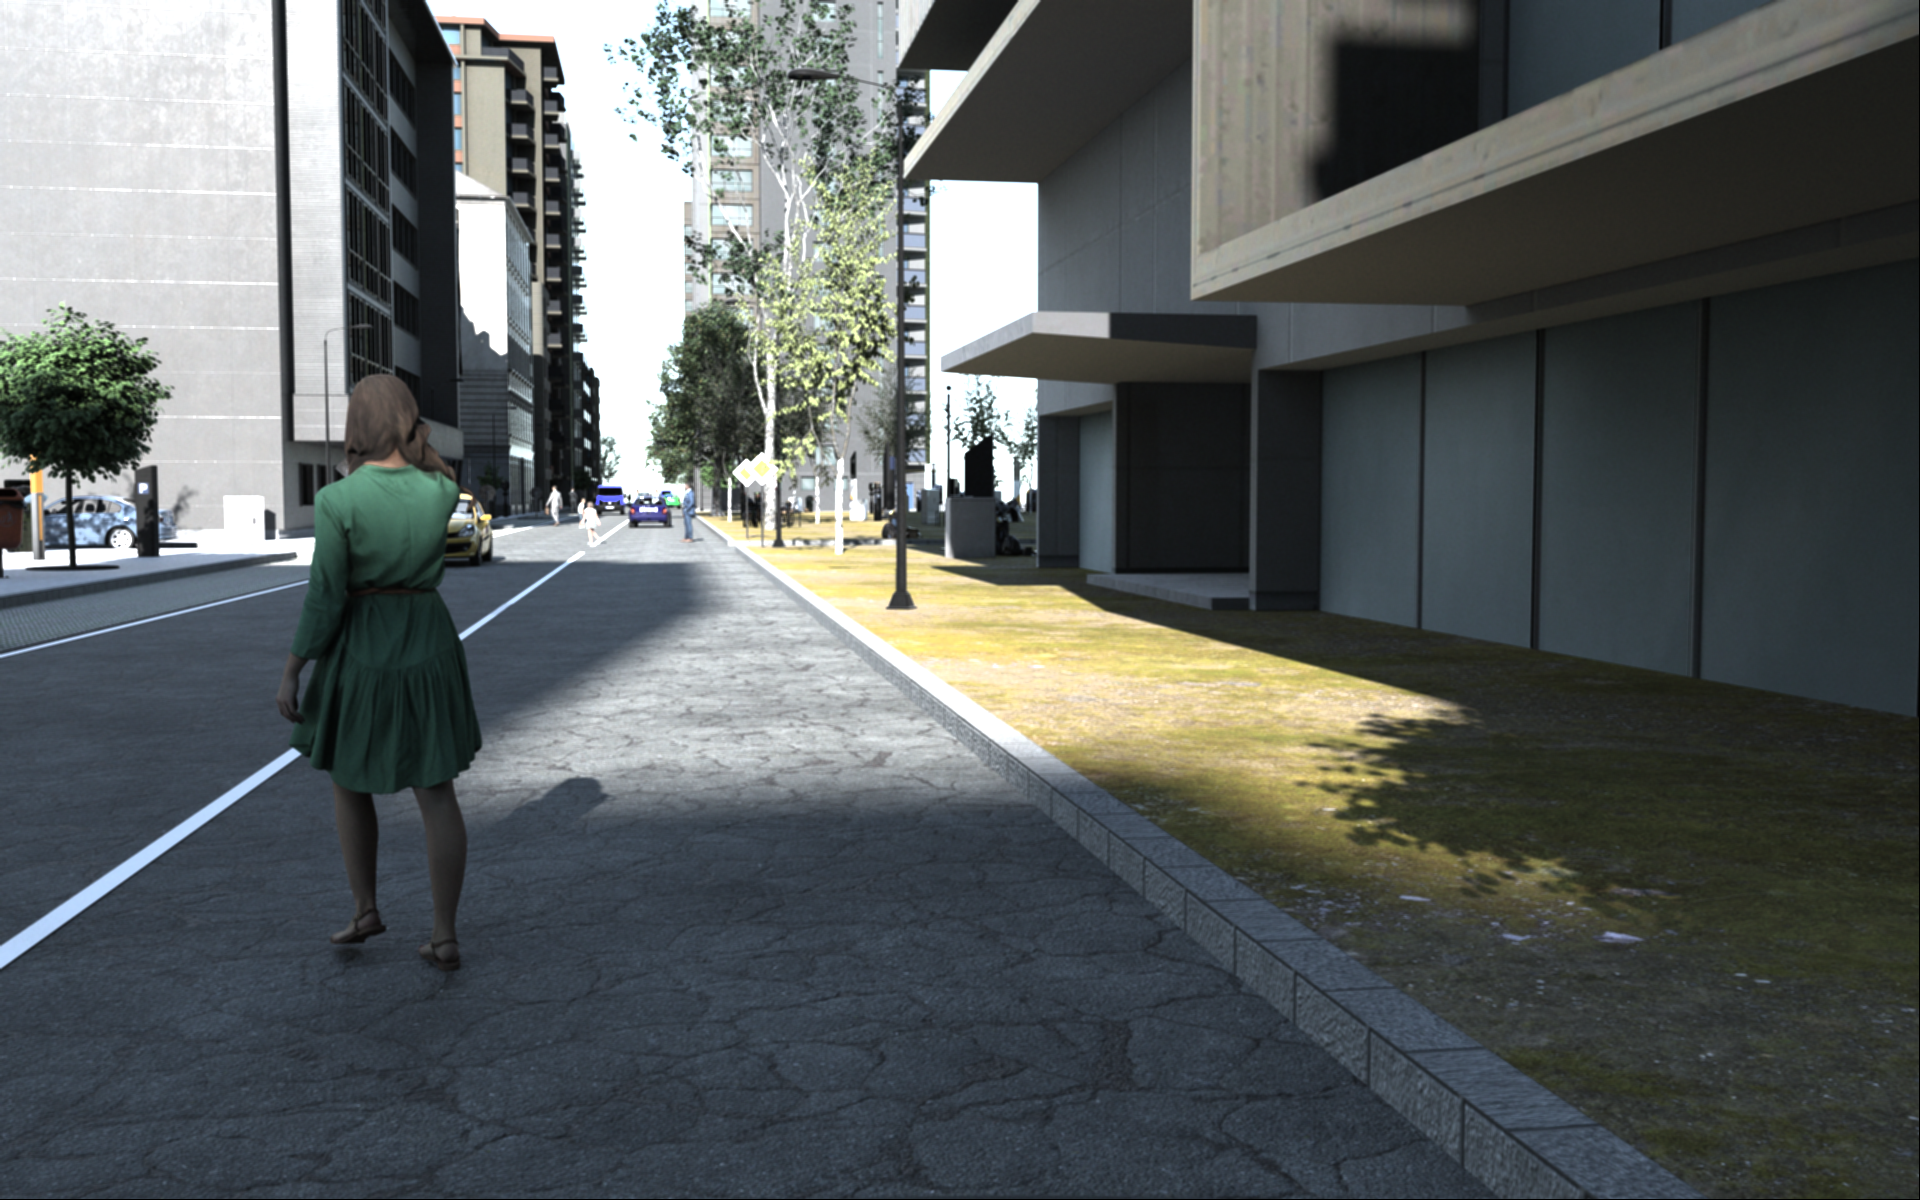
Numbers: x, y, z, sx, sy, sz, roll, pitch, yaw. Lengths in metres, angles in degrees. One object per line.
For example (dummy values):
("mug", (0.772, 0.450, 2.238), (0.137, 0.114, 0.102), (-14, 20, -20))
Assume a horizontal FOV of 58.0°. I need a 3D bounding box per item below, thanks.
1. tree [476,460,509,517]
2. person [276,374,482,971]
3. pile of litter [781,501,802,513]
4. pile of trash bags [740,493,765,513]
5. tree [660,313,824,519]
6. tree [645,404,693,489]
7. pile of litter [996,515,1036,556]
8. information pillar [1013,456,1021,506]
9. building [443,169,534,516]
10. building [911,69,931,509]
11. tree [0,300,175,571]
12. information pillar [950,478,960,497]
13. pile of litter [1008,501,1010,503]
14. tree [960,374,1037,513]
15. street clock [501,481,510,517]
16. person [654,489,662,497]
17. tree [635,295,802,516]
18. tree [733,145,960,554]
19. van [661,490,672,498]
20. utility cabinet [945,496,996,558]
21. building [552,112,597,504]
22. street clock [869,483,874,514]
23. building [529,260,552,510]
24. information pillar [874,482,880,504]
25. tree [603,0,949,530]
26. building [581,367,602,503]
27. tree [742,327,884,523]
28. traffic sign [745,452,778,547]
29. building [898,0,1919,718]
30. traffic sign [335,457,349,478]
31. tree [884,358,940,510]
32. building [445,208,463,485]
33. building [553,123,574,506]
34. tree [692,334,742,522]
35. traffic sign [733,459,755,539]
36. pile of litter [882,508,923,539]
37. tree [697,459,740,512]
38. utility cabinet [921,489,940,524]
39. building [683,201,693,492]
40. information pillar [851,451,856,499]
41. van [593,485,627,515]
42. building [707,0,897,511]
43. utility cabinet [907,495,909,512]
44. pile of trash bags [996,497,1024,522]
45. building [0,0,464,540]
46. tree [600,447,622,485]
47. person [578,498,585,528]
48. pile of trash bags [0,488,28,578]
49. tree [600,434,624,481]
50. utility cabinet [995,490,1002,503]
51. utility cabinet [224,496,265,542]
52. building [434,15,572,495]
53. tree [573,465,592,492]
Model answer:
("tree", (-26.889, -6.377, 98.872), (1.663, 3.219, 1.824), (0, 3, 0))
("person", (-1.742, 0.211, 5.297), (0.529, 1.795, 0.600), (3, 5, 40))
("pile of litter", (-11.456, -6.314, 117.195), (1.719, 0.858, 1.176), (-1, 4, -14))
("pile of trash bags", (-14.205, -6.715, 119.543), (1.912, 1.369, 3.447), (-3, 4, -37))
("tree", (-11.116, -9.444, 88.818), (8.767, 10.594, 7.601), (-1, 4, -9))
("tree", (-32.446, -18.382, 207.195), (9.857, 13.997, 8.962), (0, 3, 0))
("pile of litter", (0.933, -1.376, 36.462), (1.176, 0.858, 1.719), (-3, 4, -37))
("information pillar", (3.482, -7.032, 106.320), (0.504, 3.616, 0.183), (-2, 4, -32))
("building", (-32.407, -15.887, 108.902), (9.793, 20.994, 18.267), (-1, 4, -10))
("building", (-13.366, -37.613, 156.966), (21.231, 58.520, 28.212), (-1, 4, -10))
("tree", (-15.175, -2.809, 29.642), (4.285, 4.588, 4.351), (0, 3, 0))
("information pillar", (-0.280, -4.625, 80.110), (0.304, 2.012, 0.304), (2, 4, 35))
("pile of litter", (3.227, -6.462, 119.623), (1.176, 0.858, 1.719), (1, 4, 16))
("tree", (0.971, -8.441, 88.374), (4.737, 8.622, 4.395), (0, 3, 0))
("street clock", (-25.289, -5.614, 96.363), (0.471, 2.002, 0.358), (3, 4, 38))
("person", (-20.015, -6.481, 114.816), (0.623, 1.781, 0.721), (0, 4, 5))
("tree", (-13.999, -11.205, 100.202), (9.611, 12.733, 9.660), (0, 3, 0))
("tree", (-2.669, -5.301, 37.027), (4.737, 8.622, 4.395), (0, 3, 0))
("van", (-46.031, -16.327, 271.324), (2.240, 2.365, 5.245), (-1, 4, -10))
("utility cabinet", (0.209, -1.457, 34.976), (1.020, 1.237, 0.306), (-2, 4, -25))
("building", (-58.260, -36.553, 217.243), (23.786, 49.044, 30.456), (-1, 4, -10))
("street clock", (-5.810, -6.681, 113.803), (0.358, 2.002, 0.471), (1, 4, 13))
("building", (-46.687, -17.649, 133.594), (27.650, 21.520, 28.899), (-1, 4, -10))
("information pillar", (-5.242, -6.437, 109.733), (0.304, 2.012, 0.304), (3, 4, 38))
("tree", (-5.560, -12.644, 62.624), (12.611, 20.169, 13.585), (0, 3, 0))
("building", (-65.885, -24.600, 247.242), (27.650, 21.520, 28.899), (-1, 4, -10))
("tree", (-6.397, -7.644, 75.348), (4.360, 8.622, 3.978), (0, 3, 0))
("traffic sign", (-4.754, -2.321, 41.590), (0.795, 2.450, 0.064), (-1, 4, -10))
("building", (14.293, -26.250, 18.431), (28.713, 52.752, 27.495), (-1, 4, -10))
("traffic sign", (-14.020, -2.227, 40.048), (0.795, 2.450, 0.064), (-1, 4, -10))
("tree", (-3.250, -8.823, 94.618), (4.360, 8.622, 3.978), (0, 3, 0))
("building", (-33.355, -13.300, 84.902), (16.820, 18.784, 16.811), (-1, 4, -10))
("building", (-48.929, -30.634, 184.464), (14.154, 41.232, 14.086), (-1, 4, -10))
("tree", (-10.614, -7.964, 80.578), (4.360, 8.622, 3.978), (0, 3, 0))
("traffic sign", (-6.087, -2.803, 49.464), (0.795, 2.450, 0.064), (-1, 4, -10))
("pile of litter", (-1.625, -2.234, 50.497), (1.176, 0.858, 1.719), (3, 4, 38))
("tree", (-17.436, -8.699, 125.934), (4.285, 4.588, 4.351), (0, 3, 0))
("utility cabinet", (-1.241, -3.973, 73.644), (0.318, 1.500, 1.173), (2, 4, 26))
("building", (-31.788, -34.298, 244.359), (14.154, 41.232, 14.086), (-1, 4, -10))
("information pillar", (-5.794, -6.293, 94.252), (0.183, 3.616, 0.504), (-2, 4, -32))
("van", (-24.156, -7.055, 119.738), (2.240, 2.365, 5.245), (-1, 4, -10))
("building", (-12.615, -27.647, 135.623), (14.154, 41.232, 14.086), (-1, 4, -10))
("utility cabinet", (-3.776, -6.849, 123.149), (0.306, 1.237, 1.020), (0, 4, -6))
("pile of trash bags", (1.379, -4.332, 80.572), (1.912, 1.369, 3.447), (-3, 5, -40))
("building", (-26.749, -14.819, 61.363), (14.314, 24.678, 30.058), (-1, 4, -10))
("tree", (-54.542, -19.377, 267.171), (4.737, 8.622, 4.395), (0, 3, 0))
("person", (-16.007, -3.679, 73.342), (0.352, 1.250, 0.332), (0, 4, 8))
("pile of trash bags", (-15.571, -0.956, 25.378), (3.447, 1.369, 1.912), (-3, 5, -41))
("tree", (-57.687, -21.573, 278.467), (9.928, 11.665, 9.643), (0, 3, 0))
("utility cabinet", (1.816, -5.365, 96.403), (1.173, 1.500, 0.318), (-3, 5, -41))
("utility cabinet", (-19.437, -2.197, 47.078), (0.306, 1.237, 1.020), (2, 4, 34))
("building", (-48.322, -31.031, 161.985), (22.147, 44.769, 28.867), (-1, 4, -10))
("tree", (-43.349, -13.045, 196.991), (4.285, 4.588, 4.351), (0, 3, 0))
